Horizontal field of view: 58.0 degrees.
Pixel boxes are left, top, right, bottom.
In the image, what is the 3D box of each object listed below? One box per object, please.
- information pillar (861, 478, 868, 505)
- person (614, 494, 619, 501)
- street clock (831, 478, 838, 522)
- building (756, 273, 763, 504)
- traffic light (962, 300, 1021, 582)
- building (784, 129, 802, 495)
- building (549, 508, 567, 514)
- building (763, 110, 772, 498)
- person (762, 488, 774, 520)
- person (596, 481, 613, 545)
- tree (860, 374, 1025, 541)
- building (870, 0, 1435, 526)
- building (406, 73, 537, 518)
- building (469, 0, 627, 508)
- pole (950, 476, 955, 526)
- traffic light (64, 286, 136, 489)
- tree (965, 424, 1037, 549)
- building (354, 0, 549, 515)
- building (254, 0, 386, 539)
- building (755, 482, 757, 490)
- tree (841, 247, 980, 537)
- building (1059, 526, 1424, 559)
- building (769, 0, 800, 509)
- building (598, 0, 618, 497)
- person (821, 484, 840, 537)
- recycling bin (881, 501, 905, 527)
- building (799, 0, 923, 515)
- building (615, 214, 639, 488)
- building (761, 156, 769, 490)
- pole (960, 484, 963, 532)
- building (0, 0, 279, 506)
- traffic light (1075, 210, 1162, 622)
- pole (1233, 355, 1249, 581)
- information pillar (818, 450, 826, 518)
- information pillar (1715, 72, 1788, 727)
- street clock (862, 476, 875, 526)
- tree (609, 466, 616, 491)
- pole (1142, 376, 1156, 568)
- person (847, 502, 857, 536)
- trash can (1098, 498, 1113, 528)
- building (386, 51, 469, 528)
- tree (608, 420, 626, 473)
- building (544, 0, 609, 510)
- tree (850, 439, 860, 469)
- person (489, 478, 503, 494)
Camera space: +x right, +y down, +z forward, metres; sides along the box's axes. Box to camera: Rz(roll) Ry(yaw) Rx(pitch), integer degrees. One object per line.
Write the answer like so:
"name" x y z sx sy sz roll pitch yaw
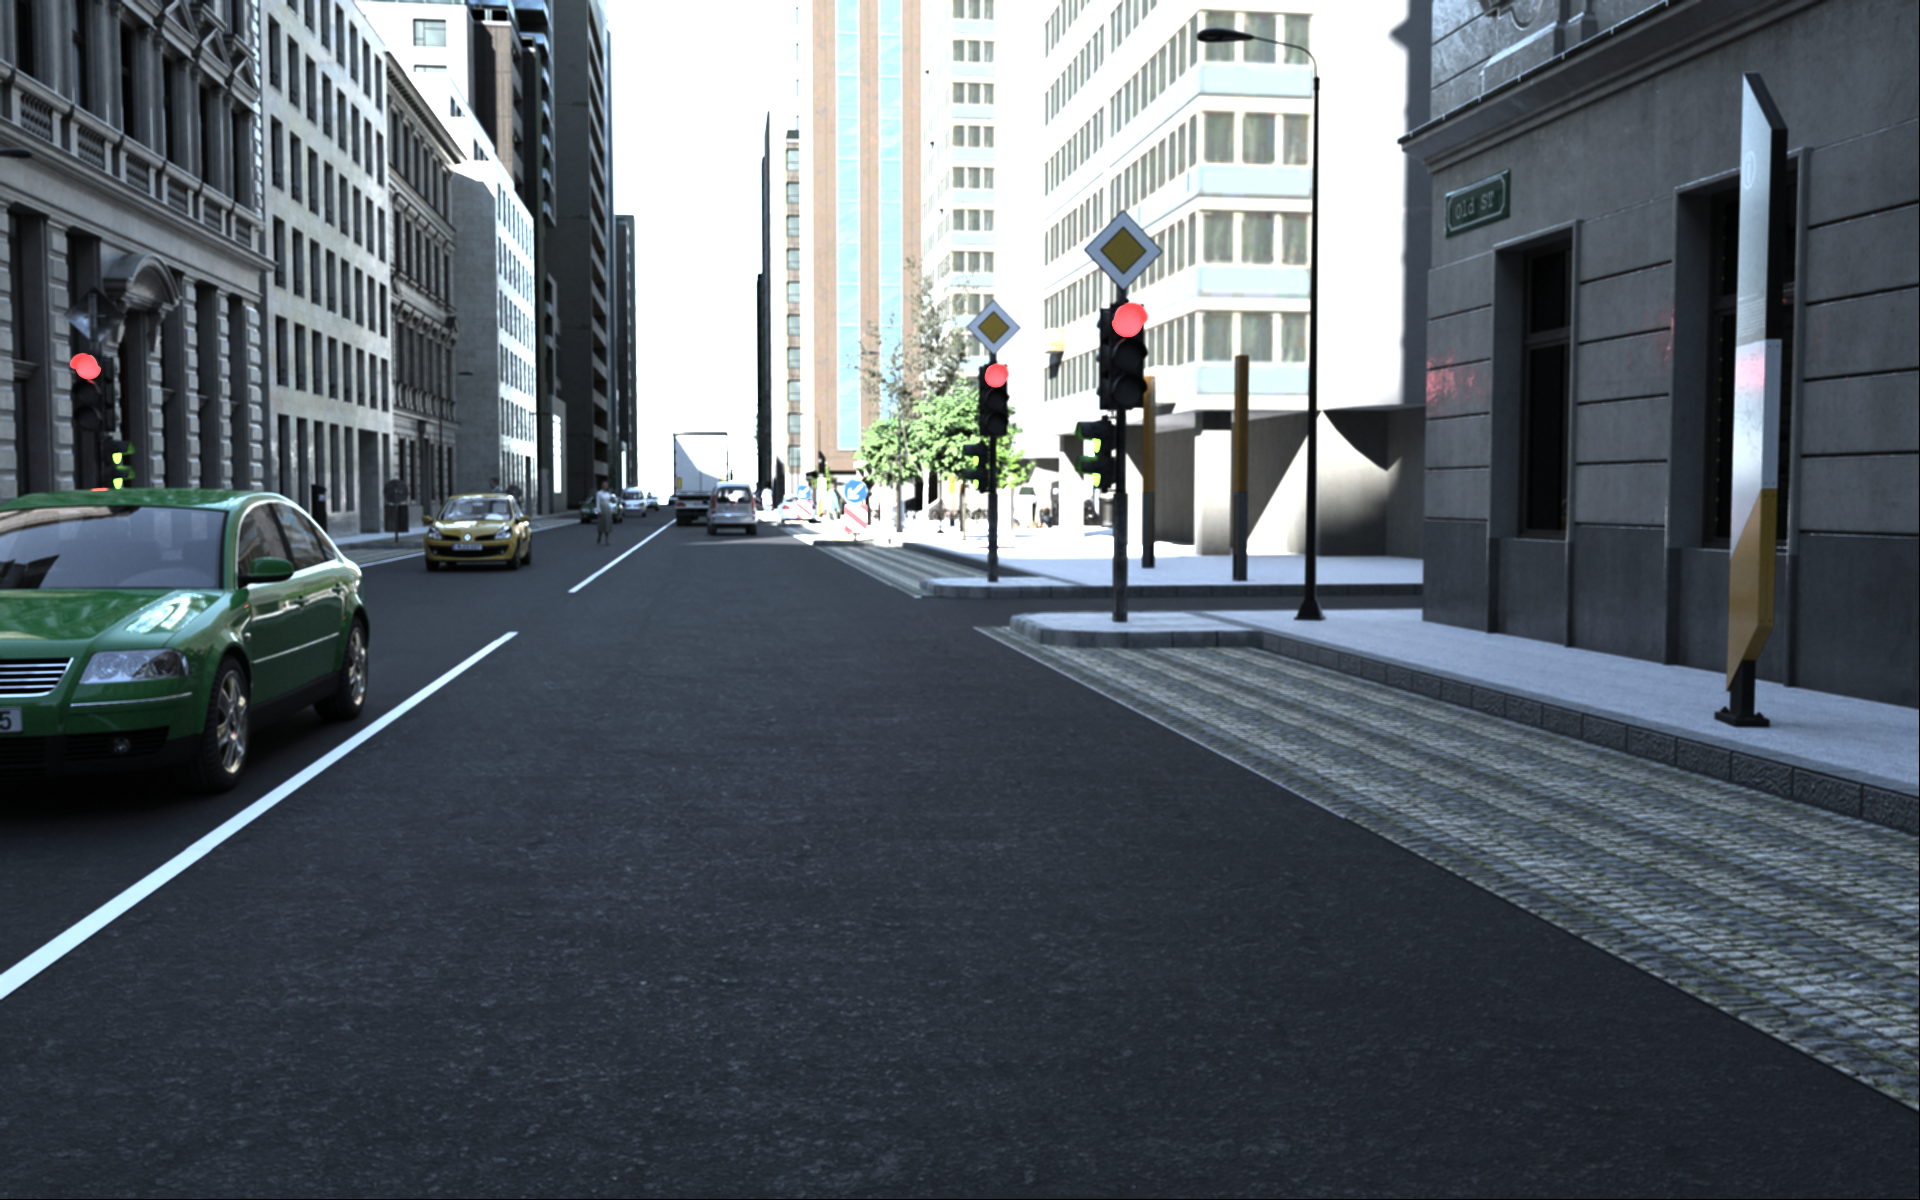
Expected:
"information pillar" -4.304 -4.539 78.712 0.304 2.012 0.304 -2 4 -35
"person" -25.988 -7.254 130.364 0.557 1.426 1.065 3 5 44
"street clock" -5.818 -4.614 80.016 0.358 2.002 0.471 -1 4 -10
"building" -19.693 -27.869 227.355 14.160 30.474 14.107 0 4 -8
"traffic light" 0.462 -2.220 25.216 0.839 4.253 0.868 0 4 -8
"building" -7.331 -22.603 141.261 14.160 30.474 14.107 0 4 -8
"building" -39.597 -49.591 123.483 22.319 86.520 31.000 0 4 -8
"building" -15.313 -33.574 199.053 14.600 45.320 14.200 0 4 -8
"person" -10.363 -5.181 93.797 0.643 1.750 0.593 3 5 43
"person" -10.182 -2.487 49.384 0.478 1.798 0.641 -2 4 -31
"tree" 0.190 -3.907 47.599 4.285 4.588 4.351 0 3 0
"building" 10.966 -24.357 90.124 32.217 40.220 23.993 0 4 -8
"building" -27.561 -14.209 87.065 10.420 20.320 16.860 0 4 -8
"building" -54.039 -55.535 220.676 22.319 86.520 31.000 0 4 -8
"pole" -0.310 -4.633 69.595 0.158 3.312 0.155 0 3 0
"traffic light" -11.675 -2.113 23.474 0.839 4.253 0.868 0 4 -8
"tree" 0.729 -2.814 40.618 1.663 3.219 1.824 0 3 0
"building" -32.582 -20.291 103.453 14.160 30.474 14.107 0 4 -8
"building" -23.401 -11.943 50.012 10.420 20.320 16.860 0 4 -8
"building" -13.141 -33.999 247.764 32.217 40.220 23.993 0 4 -8
"tree" -1.161 -6.212 51.936 4.360 8.622 3.978 0 3 0
"building" 15.315 -21.422 42.123 23.993 40.220 32.217 0 4 -8
"building" -7.171 -37.907 161.786 21.231 58.520 28.212 0 4 -8
"building" -49.711 -39.767 192.195 21.231 58.520 28.212 0 4 -8
"person" -4.344 -3.005 57.972 0.601 1.785 0.444 3 5 43
"recycling bin" -2.584 -3.324 66.895 0.722 1.027 0.722 1 4 21
"building" -3.095 -28.279 112.476 14.600 45.320 14.200 0 4 -8
"building" -53.016 -34.338 245.020 14.154 41.232 14.086 0 4 -8
"building" -17.388 -32.388 213.142 14.154 41.232 14.086 0 4 -8
"pole" 0.084 -3.962 58.624 0.158 3.312 0.155 0 3 0
"building" -20.209 -12.388 31.422 11.050 23.489 19.941 0 4 -8
"traffic light" 1.590 -1.736 17.310 0.839 4.253 0.868 0 4 -8
"pole" 4.143 -1.939 25.546 0.158 3.312 0.155 0 3 0
"information pillar" -7.357 -6.171 92.249 0.183 3.616 0.504 -3 5 -45
"information pillar" 4.366 -1.110 9.502 0.183 3.616 0.504 0 4 6
"street clock" -3.680 -3.989 69.794 0.471 2.002 0.358 1 4 12
"tree" -34.654 -11.229 167.305 4.285 4.588 4.351 0 3 0
"pole" 3.274 -2.213 30.022 0.158 3.312 0.155 0 3 0
"person" -3.659 -3.123 59.364 0.447 1.846 0.655 -1 4 -8
"trash can" 5.552 -3.292 65.481 0.748 1.137 0.748 0 3 0
"building" -25.925 -12.433 67.911 10.561 19.102 19.286 0 4 -8
"tree" -35.420 -13.594 172.620 4.360 8.622 3.978 0 3 0
"building" -42.380 -32.258 151.126 21.300 48.544 21.600 0 4 -8
"tree" -2.334 -4.822 62.559 4.285 4.588 4.351 0 3 0
"person" -10.652 -1.906 39.792 0.853 1.813 0.709 -2 4 -30
